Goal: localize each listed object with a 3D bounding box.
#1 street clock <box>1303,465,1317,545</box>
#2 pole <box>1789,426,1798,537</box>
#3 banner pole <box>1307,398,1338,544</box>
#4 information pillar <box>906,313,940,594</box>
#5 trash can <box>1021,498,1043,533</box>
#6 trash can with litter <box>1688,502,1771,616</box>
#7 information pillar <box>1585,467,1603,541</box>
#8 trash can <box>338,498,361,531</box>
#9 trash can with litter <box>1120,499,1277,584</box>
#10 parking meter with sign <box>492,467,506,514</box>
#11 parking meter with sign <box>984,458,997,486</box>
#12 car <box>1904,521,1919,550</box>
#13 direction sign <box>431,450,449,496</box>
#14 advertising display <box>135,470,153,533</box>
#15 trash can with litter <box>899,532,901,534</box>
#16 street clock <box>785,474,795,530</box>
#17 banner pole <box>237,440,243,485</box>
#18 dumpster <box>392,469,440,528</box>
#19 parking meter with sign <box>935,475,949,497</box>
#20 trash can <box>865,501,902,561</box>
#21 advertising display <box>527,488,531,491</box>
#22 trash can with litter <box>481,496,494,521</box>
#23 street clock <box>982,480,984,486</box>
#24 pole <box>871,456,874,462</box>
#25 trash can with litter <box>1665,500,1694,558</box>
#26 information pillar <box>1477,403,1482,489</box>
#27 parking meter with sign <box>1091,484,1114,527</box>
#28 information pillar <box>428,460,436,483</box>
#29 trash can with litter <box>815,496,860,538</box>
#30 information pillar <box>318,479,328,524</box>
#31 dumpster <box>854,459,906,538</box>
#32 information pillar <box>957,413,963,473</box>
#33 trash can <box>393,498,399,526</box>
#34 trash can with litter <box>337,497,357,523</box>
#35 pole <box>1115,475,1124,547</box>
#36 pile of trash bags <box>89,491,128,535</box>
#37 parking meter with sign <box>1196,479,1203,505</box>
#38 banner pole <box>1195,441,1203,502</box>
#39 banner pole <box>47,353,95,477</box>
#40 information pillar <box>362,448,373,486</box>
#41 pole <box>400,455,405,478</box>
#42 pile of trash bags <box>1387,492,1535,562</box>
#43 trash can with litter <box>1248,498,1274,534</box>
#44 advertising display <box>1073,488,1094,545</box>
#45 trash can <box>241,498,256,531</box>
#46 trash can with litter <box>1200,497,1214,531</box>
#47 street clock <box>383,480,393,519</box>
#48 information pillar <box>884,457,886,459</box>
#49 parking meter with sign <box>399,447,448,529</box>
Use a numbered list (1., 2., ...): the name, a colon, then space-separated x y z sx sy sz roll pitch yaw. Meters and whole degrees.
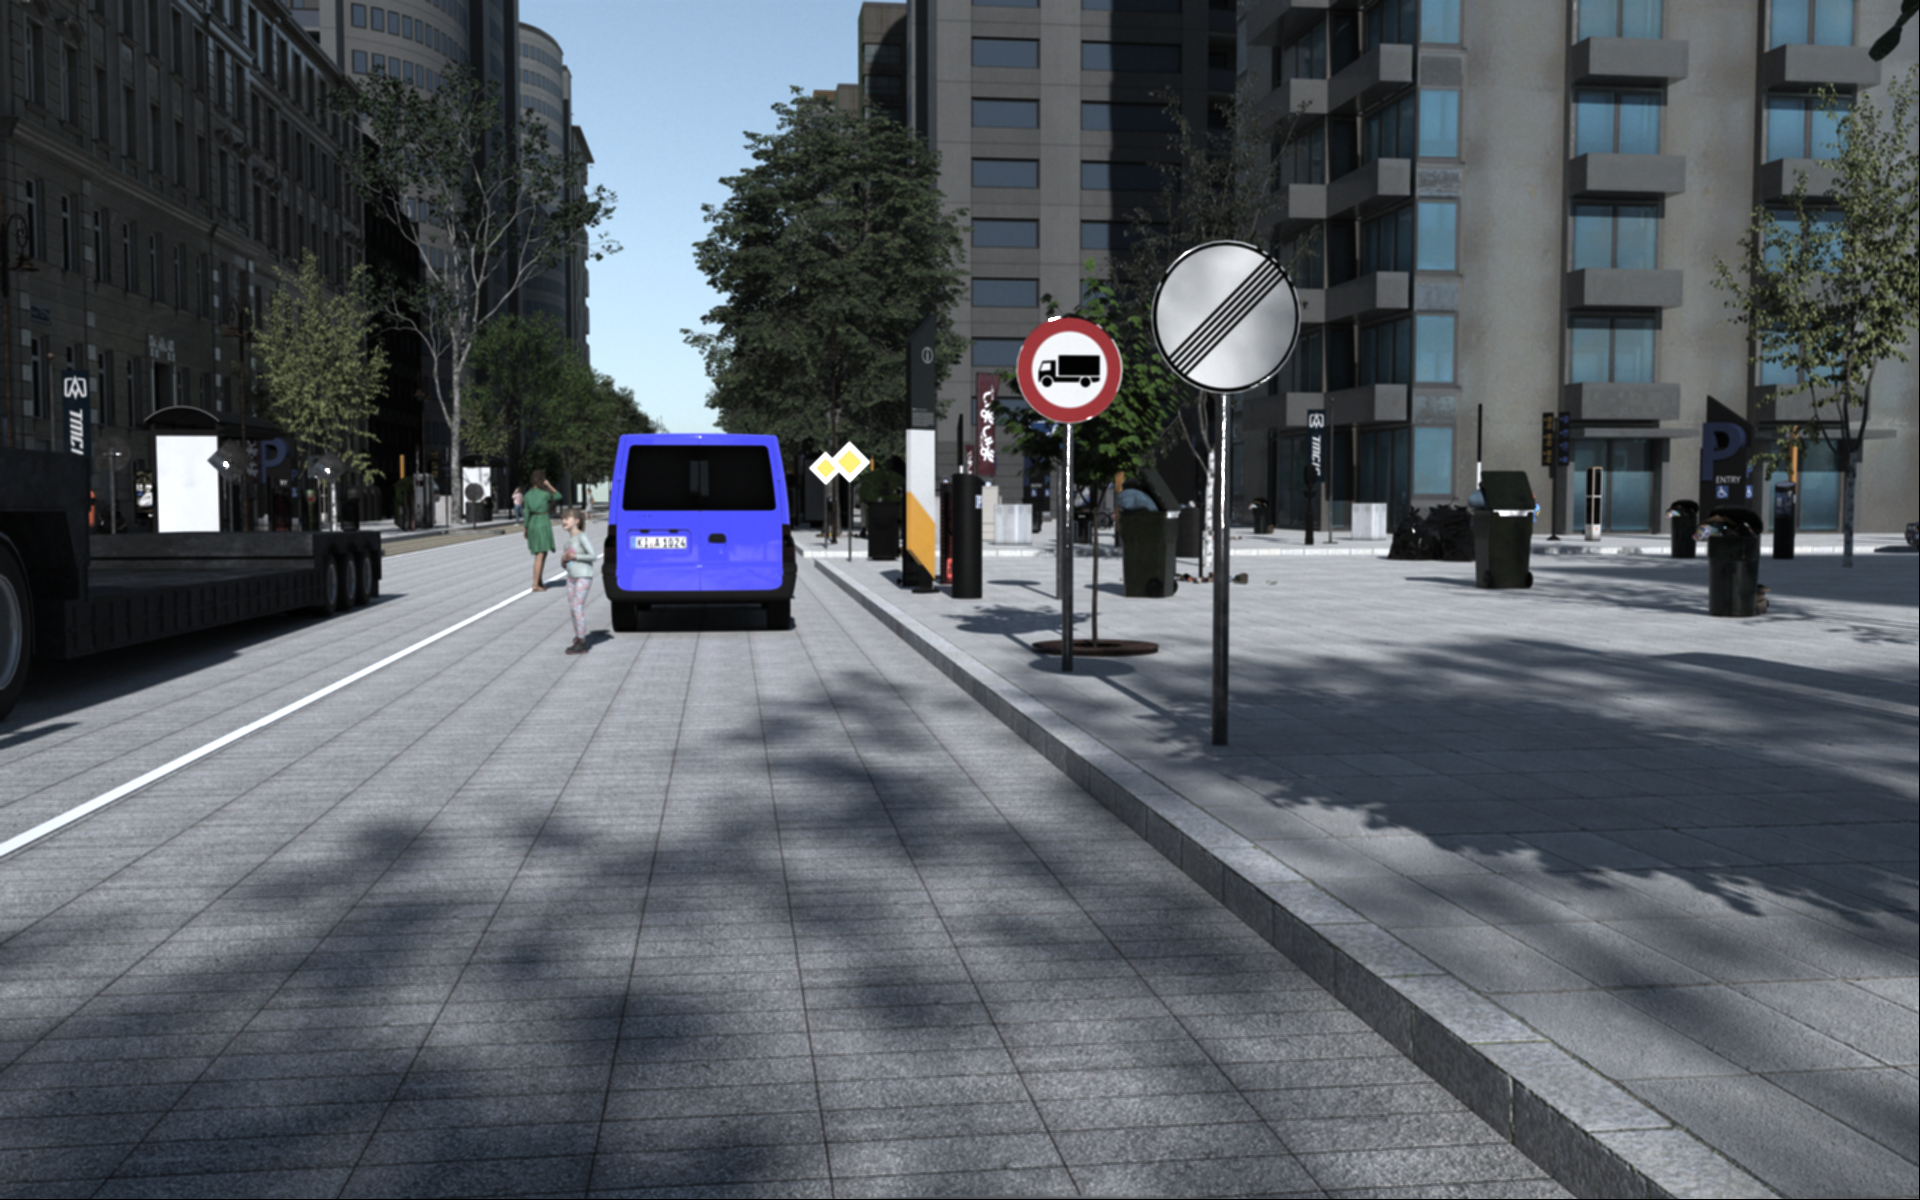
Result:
1. street clock: 8.833 -2.395 43.736 0.358 2.002 0.471 0 4 2
2. pole: 24.926 -3.548 51.847 0.158 3.312 0.155 0 3 0
3. banner pole: 9.424 -3.366 45.054 0.863 3.779 0.401 1 4 14
4. information pillar: -0.497 -1.895 22.335 0.183 3.616 0.504 3 5 40
5. trash can: 2.364 -2.767 56.900 0.748 1.137 0.748 0 3 0
6. trash can with litter: 8.220 -0.428 18.383 0.624 1.170 1.055 3 4 37
7. information pillar: 17.286 -2.616 47.258 0.304 2.012 0.304 -1 4 -20
8. trash can: -20.812 -2.900 59.067 0.748 1.137 0.748 0 3 0
9. trash can with litter: 3.562 -0.869 25.270 1.678 1.210 2.233 -3 5 -44
10. parking meter with sign: -30.236 -7.075 111.936 1.738 3.016 0.543 0 4 5
11. parking meter with sign: 1.376 -5.261 82.278 0.543 3.016 1.738 1 4 10
12. car: 24.606 -1.742 41.063 3.894 1.354 1.945 -1 4 -8
13. direction sign: -26.794 -5.954 89.345 0.876 3.537 0.379 -2 4 -26
14. advertising display: -21.590 -2.524 46.483 0.974 1.923 0.123 -1 4 -13
15. trash can with litter: -1.820 -2.586 53.674 1.055 1.170 0.624 1 4 11
16. street clock: -6.156 -3.553 62.662 0.358 2.002 0.471 -2 4 -27
17. banner pole: -22.935 -3.998 55.387 0.863 3.779 0.401 3 5 40
18. dumpster: -20.705 -3.879 65.917 1.502 2.255 1.985 0 4 -8
19. parking meter with sign: -0.817 -4.483 69.566 1.738 3.016 0.543 3 5 44
20. trash can: -1.475 -1.335 33.485 0.748 1.137 0.748 0 3 0
21. advertising display: -26.729 -6.345 108.957 0.974 1.923 0.123 -3 5 -41
22. trash can with litter: -22.434 -4.285 81.440 1.055 1.170 0.624 2 4 31
23. street clock: 0.987 -5.035 86.886 0.471 2.002 0.358 0 4 -2
24. pole: -4.664 -6.018 92.241 0.158 3.312 0.155 0 3 0
25. trash can with litter: 14.583 -1.445 35.012 0.624 1.170 1.055 1 4 22
26. information pillar: 13.494 -3.284 45.047 0.183 3.616 0.504 1 4 15
27. parking meter with sign: 5.594 -4.321 66.906 0.543 3.016 1.738 -3 4 -38
28. information pillar: -32.591 -7.068 106.915 0.504 3.616 0.183 1 4 13
29. trash can with litter: -3.577 -2.513 52.140 1.678 1.210 2.233 2 4 26
30. information pillar: -27.720 -4.334 75.356 0.304 2.012 0.304 1 4 8
31. dumpster: -2.210 -2.875 49.499 1.502 2.255 1.985 0 4 -8
32. information pillar: 0.004 -3.623 50.594 0.183 3.616 0.504 -1 4 -10
33. trash can: -22.383 -3.536 69.467 0.748 1.137 0.748 0 3 0
34. trash can with litter: -27.582 -4.069 77.915 1.055 1.170 0.624 -1 4 -22
35. pole: 3.835 -2.922 41.611 0.158 3.312 0.155 0 3 0
36. pile of trash bags: -20.953 -1.942 41.509 1.912 1.369 3.447 -2 4 -26
37. parking meter with sign: 12.027 -5.626 88.242 1.738 3.016 0.543 0 4 8
38. banner pole: 11.243 -5.651 82.407 0.863 3.779 0.401 0 4 -7
39. banner pole: -15.853 -2.494 30.788 0.863 3.779 0.401 -1 4 -10
40. information pillar: -29.755 -5.847 86.958 0.504 3.616 0.183 -1 4 -10
41. pole: -29.578 -5.993 91.824 0.158 3.312 0.155 0 3 0
42. pile of trash bags: 10.166 -1.495 34.192 3.447 1.369 1.912 -2 4 -35
43. trash can with litter: 9.737 -2.719 55.851 0.624 1.170 1.055 2 4 27
44. advertising display: 3.162 -2.395 44.376 0.123 1.923 0.974 -2 4 -24
45. trash can: -23.335 -2.738 56.418 0.748 1.137 0.748 0 3 0
46. trash can with litter: 8.786 -2.971 59.963 0.624 1.170 1.055 -2 4 -34
47. street clock: -29.916 -5.264 90.631 0.358 2.002 0.471 2 4 26
48. information pillar: -4.824 -7.264 110.126 0.183 3.616 0.504 1 4 14
49. parking meter with sign: -19.999 -4.179 64.586 1.738 3.016 0.543 -1 4 -9
